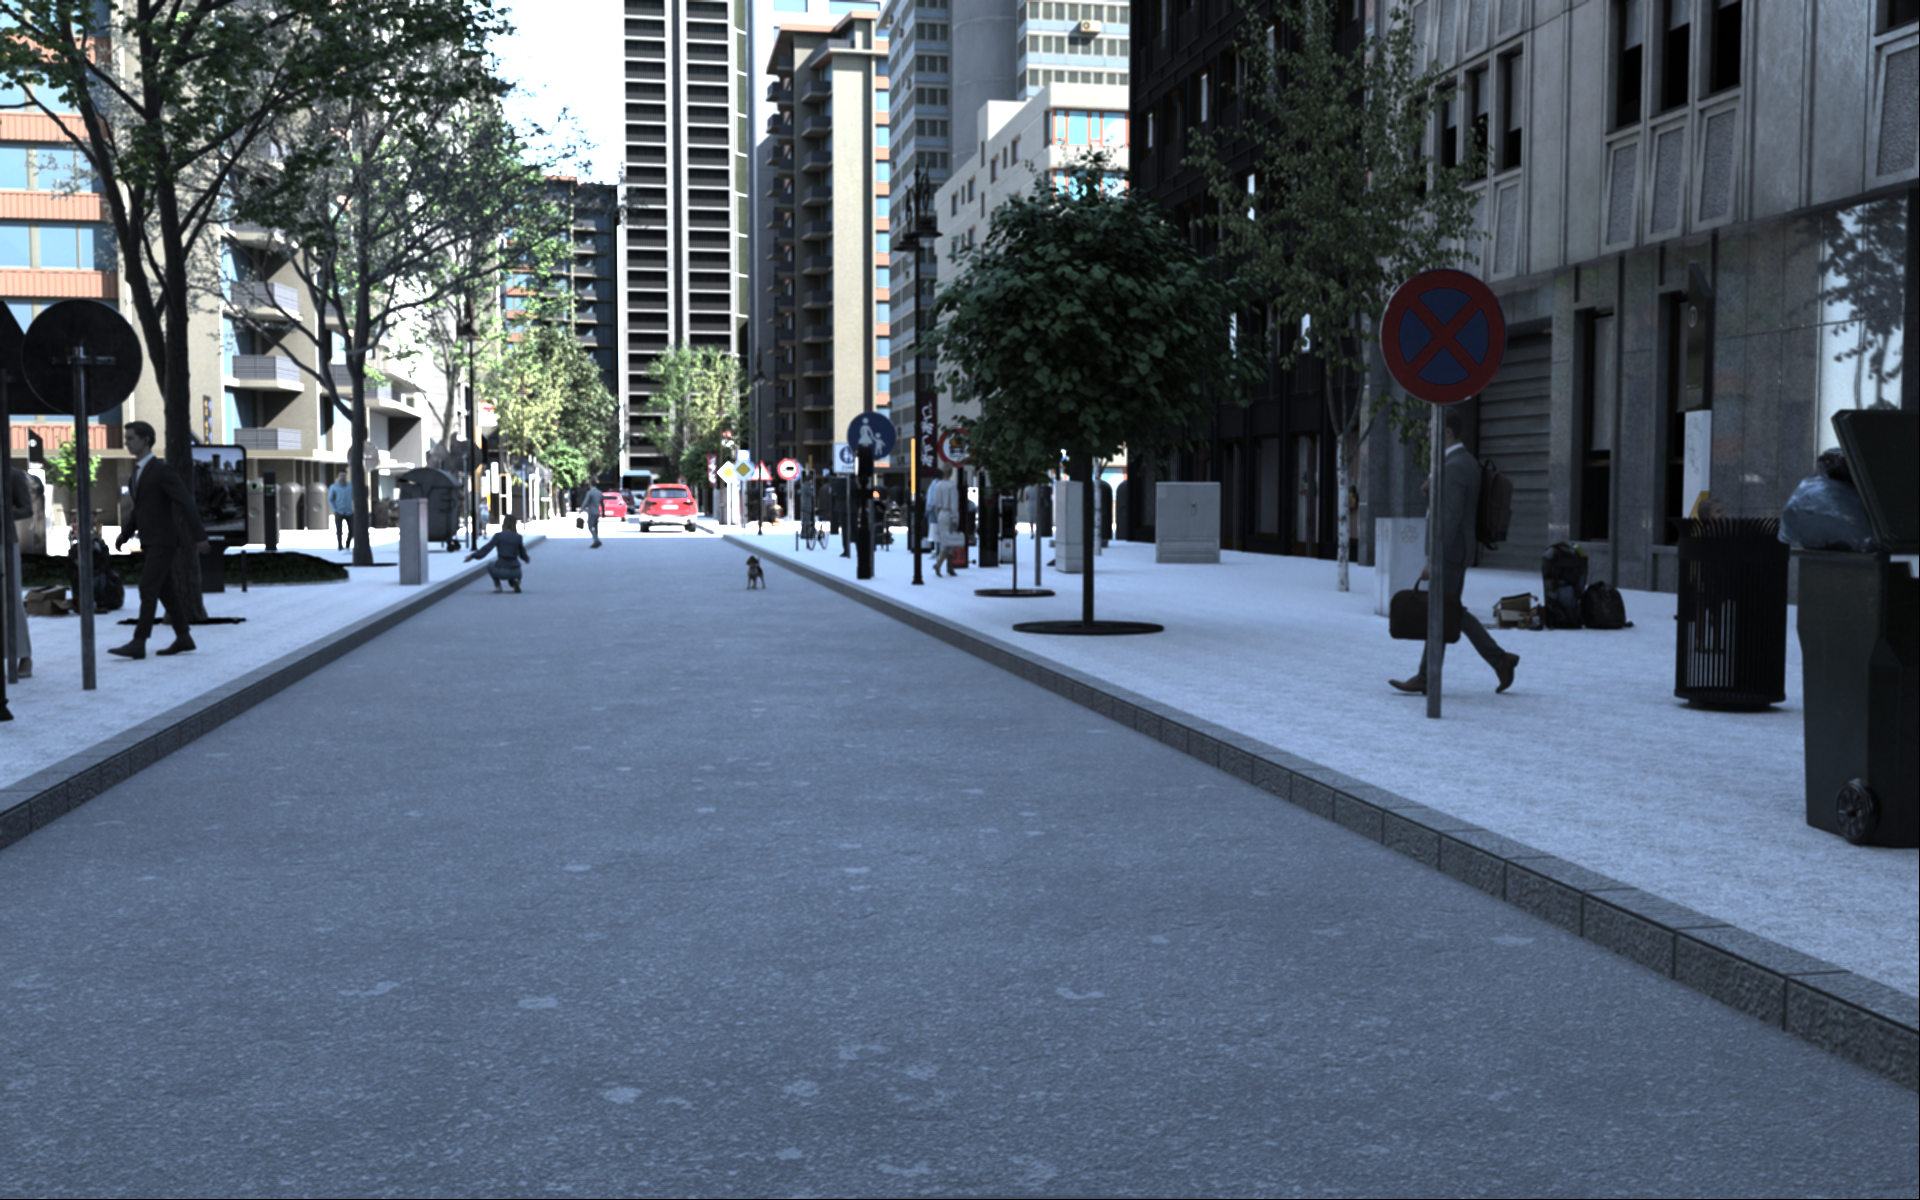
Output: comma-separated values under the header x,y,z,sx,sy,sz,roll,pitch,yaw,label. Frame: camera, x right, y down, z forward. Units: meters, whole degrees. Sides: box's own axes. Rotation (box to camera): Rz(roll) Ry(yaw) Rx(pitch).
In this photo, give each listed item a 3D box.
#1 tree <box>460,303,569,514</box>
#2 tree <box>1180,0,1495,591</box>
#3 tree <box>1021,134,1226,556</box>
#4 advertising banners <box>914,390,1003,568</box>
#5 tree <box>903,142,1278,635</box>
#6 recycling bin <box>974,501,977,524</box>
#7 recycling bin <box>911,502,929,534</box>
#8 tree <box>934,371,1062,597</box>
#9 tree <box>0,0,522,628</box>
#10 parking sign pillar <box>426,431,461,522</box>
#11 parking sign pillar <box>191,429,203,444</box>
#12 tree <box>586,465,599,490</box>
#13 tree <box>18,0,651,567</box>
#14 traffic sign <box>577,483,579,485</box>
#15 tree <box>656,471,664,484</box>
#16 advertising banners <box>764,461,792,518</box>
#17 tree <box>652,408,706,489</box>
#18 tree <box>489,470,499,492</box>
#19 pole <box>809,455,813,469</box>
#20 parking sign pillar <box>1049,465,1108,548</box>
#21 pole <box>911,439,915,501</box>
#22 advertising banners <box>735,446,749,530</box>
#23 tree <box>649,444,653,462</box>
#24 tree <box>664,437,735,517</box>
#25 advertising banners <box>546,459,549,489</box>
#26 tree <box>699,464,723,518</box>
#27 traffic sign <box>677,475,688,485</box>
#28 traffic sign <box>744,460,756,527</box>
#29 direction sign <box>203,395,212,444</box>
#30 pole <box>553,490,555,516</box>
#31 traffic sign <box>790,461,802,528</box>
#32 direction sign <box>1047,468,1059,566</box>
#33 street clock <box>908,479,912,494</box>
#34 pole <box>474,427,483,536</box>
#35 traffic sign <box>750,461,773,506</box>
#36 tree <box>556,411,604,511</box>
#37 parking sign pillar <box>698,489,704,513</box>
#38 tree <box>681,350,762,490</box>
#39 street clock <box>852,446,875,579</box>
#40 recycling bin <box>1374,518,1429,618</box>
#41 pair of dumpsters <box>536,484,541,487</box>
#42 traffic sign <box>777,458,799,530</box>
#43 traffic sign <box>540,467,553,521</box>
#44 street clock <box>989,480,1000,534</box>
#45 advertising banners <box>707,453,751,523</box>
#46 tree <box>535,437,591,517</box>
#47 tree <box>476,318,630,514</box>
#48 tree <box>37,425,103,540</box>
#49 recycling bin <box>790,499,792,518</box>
x,y,z,sx,sy,sz,roll,pitch,yaw,label
-17.432,-7.175,67.679,4.737,8.622,4.395,0,3,0,tree
4.980,-4.407,22.411,4.737,8.622,4.395,0,3,0,tree
3.008,-5.222,35.738,4.360,8.622,3.978,0,3,0,tree
-0.017,-2.059,29.855,2.074,3.025,0.090,-3,5,-43,advertising banners
1.146,-1.996,16.346,4.285,4.588,4.351,0,3,0,tree
0.603,-3.112,63.428,0.722,1.027,0.722,0,4,5,recycling bin
-1.221,-2.656,55.975,0.722,1.027,0.722,-2,4,-35,recycling bin
0.785,-1.665,21.827,1.663,3.219,1.824,0,3,0,tree
-7.835,-5.564,16.725,9.928,11.665,9.643,0,3,0,tree
-22.077,-5.224,73.889,1.447,3.967,1.447,-1,4,-10,parking sign pillar
-26.819,-4.382,60.119,1.447,3.967,1.447,2,4,32,parking sign pillar
-44.894,-15.787,208.472,4.737,8.622,4.395,0,3,0,tree
-10.794,-7.343,30.430,12.009,13.543,11.850,0,3,0,tree
-27.641,-7.578,124.007,0.768,2.556,0.104,0,4,-5,traffic sign
-34.556,-13.572,205.614,4.285,4.588,4.351,0,3,0,tree
-9.683,-5.958,93.606,2.074,3.025,0.090,-3,4,-37,advertising banners
-22.188,-11.714,141.882,4.360,8.622,3.978,0,3,0,tree
-32.718,-7.819,122.436,1.663,3.219,1.824,0,3,0,tree
-7.794,-5.911,90.495,0.158,3.312,0.155,0,3,0,pole
2.865,-3.261,41.792,1.447,3.967,1.447,0,4,6,parking sign pillar
-1.712,-4.291,64.005,0.158,3.312,0.155,0,3,0,pole
-8.002,-4.095,63.137,0.090,3.025,2.074,-1,4,-17,advertising banners
-29.102,-13.732,174.878,4.360,8.622,3.978,0,3,0,tree
-14.283,-6.979,97.828,4.285,4.588,4.351,0,3,0,tree
-20.752,-5.522,86.472,0.090,3.025,2.074,-2,4,-26,advertising banners
-13.476,-6.119,94.652,1.663,3.219,1.824,0,3,0,tree
-19.035,-7.265,118.885,0.768,2.556,0.104,-1,4,-10,traffic sign
-8.007,-3.948,64.659,0.768,2.556,0.104,0,4,-6,traffic sign
-17.378,-2.940,40.071,0.379,3.537,0.876,-1,4,-15,direction sign
-23.959,-6.645,102.485,0.158,3.312,0.155,0,3,0,pole
-6.340,-4.004,65.579,0.768,2.556,0.104,0,4,-3,traffic sign
1.741,-2.378,30.885,0.876,3.537,0.379,2,4,24,direction sign
-2.239,-4.820,83.373,0.471,2.002,0.358,1,4,21,street clock
-14.664,-3.599,52.683,0.158,3.312,0.155,0,3,0,pole
-7.595,-4.043,66.115,0.884,2.594,0.081,0,4,-6,traffic sign
-29.898,-11.171,133.008,4.360,8.622,3.978,0,3,0,tree
-17.549,-8.034,119.829,1.447,3.967,1.447,1,4,11,parking sign pillar
-12.529,-8.497,89.287,4.737,8.622,4.395,0,3,0,tree
-1.455,-1.319,26.143,0.358,2.002,0.471,-1,4,-11,street clock
4.796,-0.345,18.201,0.722,1.027,0.722,0,3,0,recycling bin
-25.691,-6.170,103.378,1.574,2.255,4.437,-1,4,-11,pair of dumpsters
-6.108,-3.766,61.681,0.768,2.556,0.104,0,4,-1,traffic sign
-19.529,-4.980,81.525,0.768,2.556,0.104,0,4,-8,traffic sign
1.203,-3.161,56.258,0.471,2.002,0.358,-1,4,-15,street clock
-9.744,-4.695,72.948,2.074,3.025,0.090,1,4,20,advertising banners
-22.852,-7.047,98.929,4.285,4.588,4.351,0,3,0,tree
-26.276,-11.914,111.801,9.611,12.733,9.660,0,3,0,tree
-25.066,-3.317,48.827,1.663,3.219,1.824,0,3,0,tree
-8.582,-4.840,91.685,0.722,1.027,0.722,3,5,45,recycling bin
